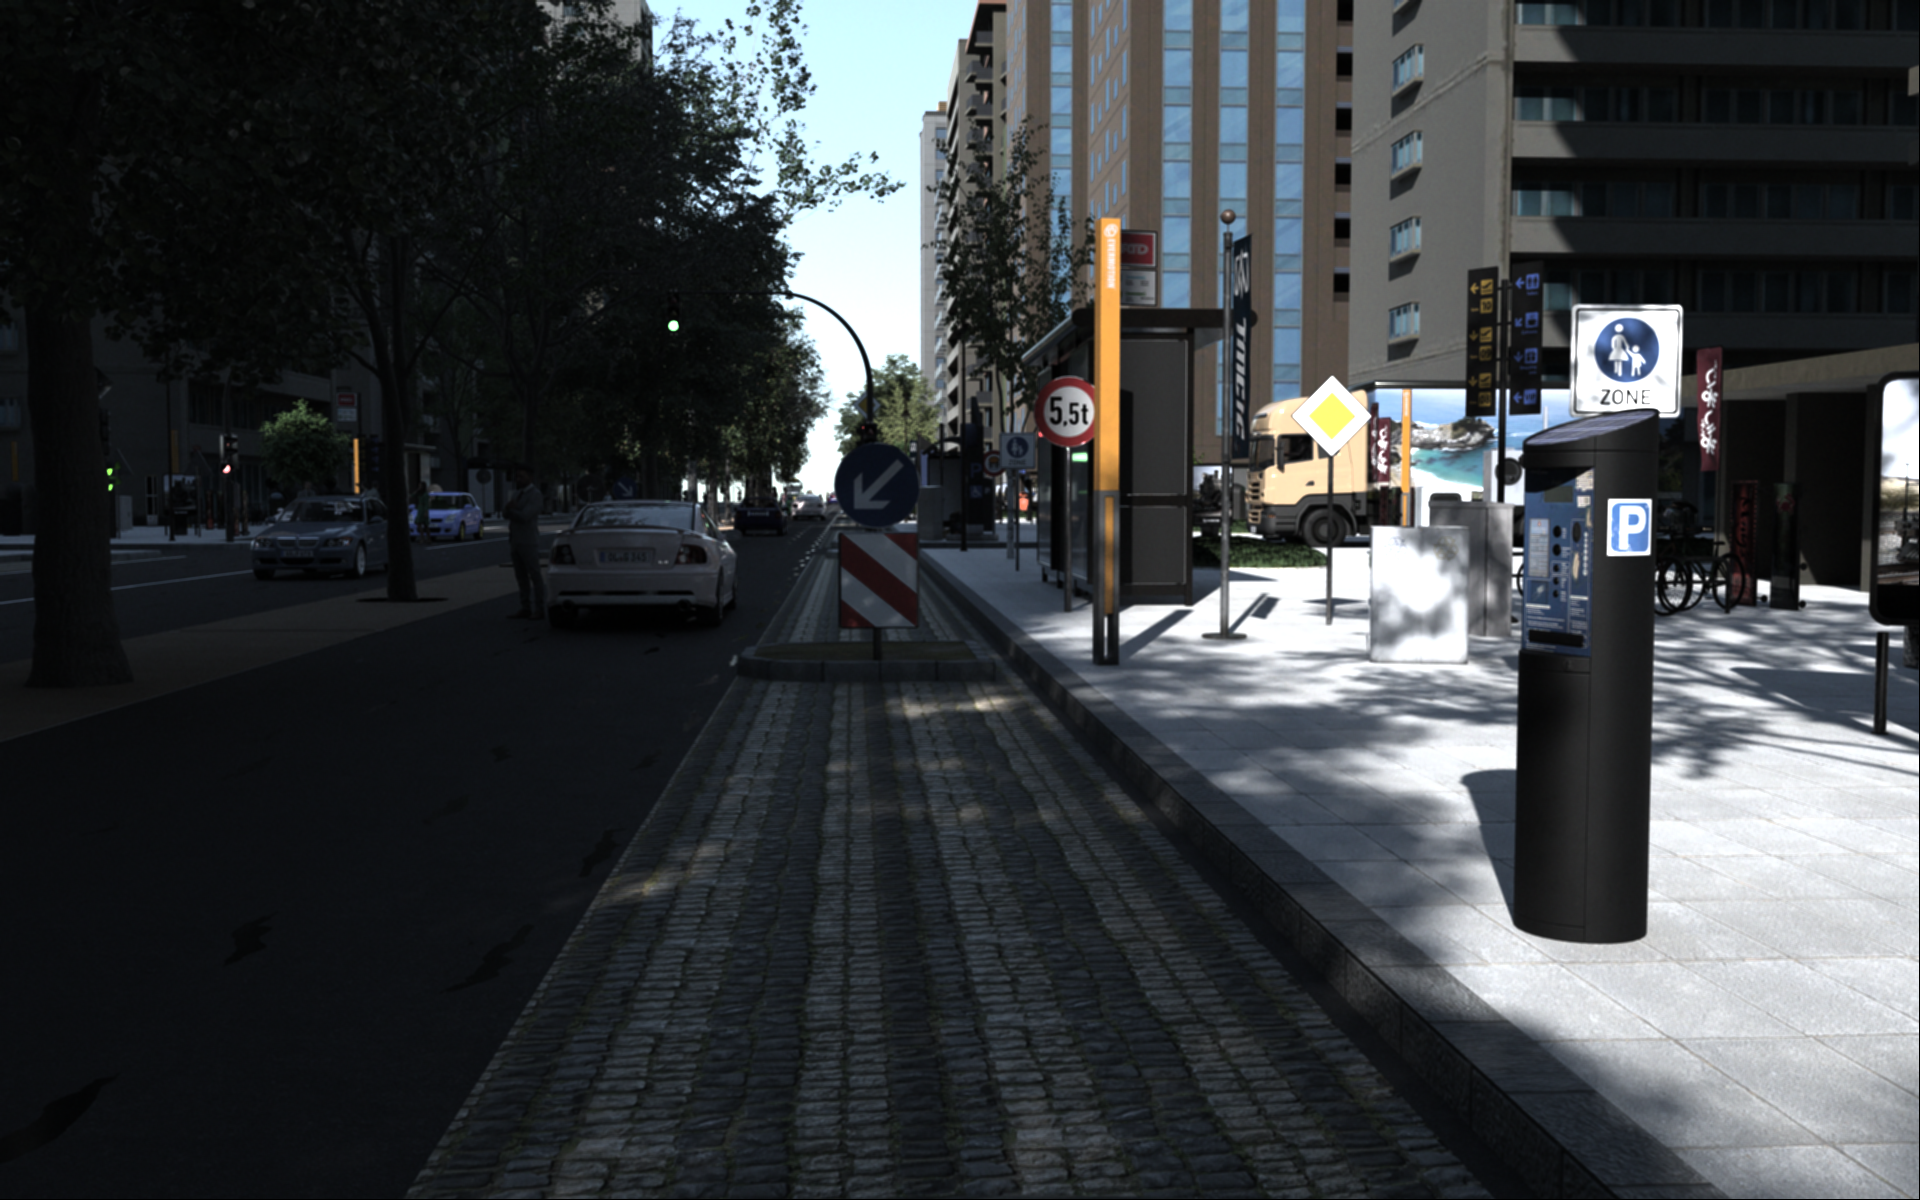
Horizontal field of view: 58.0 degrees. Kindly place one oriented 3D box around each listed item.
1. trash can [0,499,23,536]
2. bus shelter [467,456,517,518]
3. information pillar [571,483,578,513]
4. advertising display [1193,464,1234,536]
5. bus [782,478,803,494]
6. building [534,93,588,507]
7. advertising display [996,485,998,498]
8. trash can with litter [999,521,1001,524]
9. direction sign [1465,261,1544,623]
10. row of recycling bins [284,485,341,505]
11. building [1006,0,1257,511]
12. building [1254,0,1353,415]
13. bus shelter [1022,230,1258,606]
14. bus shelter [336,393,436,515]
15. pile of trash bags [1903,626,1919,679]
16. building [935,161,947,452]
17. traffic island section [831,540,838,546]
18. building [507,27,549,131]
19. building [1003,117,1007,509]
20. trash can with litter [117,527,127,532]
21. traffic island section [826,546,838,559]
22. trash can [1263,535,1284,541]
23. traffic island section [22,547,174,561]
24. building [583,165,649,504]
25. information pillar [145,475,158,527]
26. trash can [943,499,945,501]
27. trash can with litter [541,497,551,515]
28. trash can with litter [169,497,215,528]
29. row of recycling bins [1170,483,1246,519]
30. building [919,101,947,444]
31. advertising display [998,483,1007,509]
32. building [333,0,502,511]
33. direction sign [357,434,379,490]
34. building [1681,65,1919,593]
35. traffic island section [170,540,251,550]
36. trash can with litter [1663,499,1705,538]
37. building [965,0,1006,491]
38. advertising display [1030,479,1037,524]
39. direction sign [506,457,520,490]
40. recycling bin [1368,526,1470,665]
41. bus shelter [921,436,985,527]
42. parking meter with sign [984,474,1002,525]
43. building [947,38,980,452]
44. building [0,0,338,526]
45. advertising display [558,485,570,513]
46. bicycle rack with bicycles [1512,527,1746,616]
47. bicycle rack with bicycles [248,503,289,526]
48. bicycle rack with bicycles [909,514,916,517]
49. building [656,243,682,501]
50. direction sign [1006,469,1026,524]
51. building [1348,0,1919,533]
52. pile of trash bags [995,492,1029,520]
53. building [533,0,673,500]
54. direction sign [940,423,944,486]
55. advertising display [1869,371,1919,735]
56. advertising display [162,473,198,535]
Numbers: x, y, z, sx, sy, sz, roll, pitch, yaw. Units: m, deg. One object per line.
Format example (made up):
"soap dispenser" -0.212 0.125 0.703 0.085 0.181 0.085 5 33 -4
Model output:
"trash can" -29.128 -2.538 53.156 0.748 1.137 0.748 0 3 0
"bus shelter" -25.780 -6.184 95.028 2.014 3.302 5.546 0 4 -4
"information pillar" -26.441 -6.994 118.848 0.304 2.012 0.304 1 4 17
"advertising display" 5.377 -1.958 37.224 0.974 1.923 0.123 0 4 -2
"bus" -25.753 -16.898 267.831 2.896 3.916 12.252 0 4 -3
"building" -44.967 -29.749 169.984 14.154 41.232 14.086 0 4 -4
"advertising display" 2.746 -7.019 119.970 0.123 1.923 0.974 -2 4 -25
"trash can with litter" 1.336 -3.986 76.230 1.678 1.210 2.233 0 4 7
"direction sign" 5.393 -1.544 17.239 0.379 3.537 0.876 -2 4 -35
"row of recycling bins" -28.324 -4.213 76.000 1.069 1.692 3.534 1 4 14
"building" 10.556 -28.416 114.715 14.600 45.320 14.200 0 4 -4
"building" 14.181 -26.659 85.993 14.600 45.320 14.200 0 4 -4
"bus shelter" 2.081 -2.829 23.885 2.179 5.291 8.768 0 4 -3
"bus shelter" -23.721 -5.731 71.336 2.179 5.291 8.768 0 4 -3
"pile of trash bags" 7.903 -0.172 12.559 1.912 1.369 3.447 2 4 27
"building" 8.046 -37.824 238.031 23.786 49.044 30.456 0 4 -4
"traffic island section" -2.505 -1.523 47.178 2.009 0.180 2.903 0 4 -4
"building" -47.489 -30.180 148.062 22.147 44.769 28.867 0 4 -4
"building" 10.092 -22.081 132.726 14.160 30.474 14.107 0 4 -4
"trash can with litter" -28.846 -2.885 58.229 1.678 1.210 2.233 1 4 23
"traffic island section" -2.011 -1.035 39.208 2.009 0.180 2.903 0 4 -4
"trash can" 8.639 -2.201 47.639 0.748 1.137 0.748 0 3 0
"traffic island section" -18.971 -0.972 38.167 2.009 0.180 2.903 0 4 -4
"building" -51.653 -34.916 225.498 22.147 44.769 28.867 0 4 -4
"information pillar" -31.773 -3.889 68.085 0.304 2.012 0.304 0 4 1
"trash can" -0.827 -2.612 54.366 0.748 1.137 0.748 0 3 0
"trash can with litter" -25.171 -5.765 105.641 0.624 1.170 1.055 1 4 16
"trash can with litter" -28.542 -3.328 65.466 2.233 1.210 1.678 0 4 2
"row of recycling bins" 9.354 -3.570 65.477 3.534 1.692 1.069 -2 4 -35
"building" 4.333 -44.338 266.927 21.231 58.520 28.212 0 4 -4
"advertising display" 2.663 -5.797 99.991 0.123 1.923 0.974 3 4 38
"building" -41.328 -27.124 127.073 14.154 41.232 14.086 0 4 -4
"direction sign" -22.427 -4.508 65.699 0.379 3.537 0.876 3 5 40
"building" 21.946 -21.940 13.340 22.147 44.769 28.867 0 4 -4
"traffic island section" -19.464 -1.459 46.137 2.009 0.180 2.903 0 4 -4
"trash can with litter" 16.384 -1.687 38.965 1.055 1.170 0.624 -2 4 -34
"building" 11.852 -30.536 153.887 22.147 44.769 28.867 0 4 -4
"advertising display" 3.410 -4.165 73.313 0.974 1.923 0.123 -2 4 -28
"direction sign" -27.590 -7.035 107.016 0.876 3.537 0.379 0 4 2
"recycling bin" 3.542 -0.052 13.409 0.722 1.027 0.722 1 4 12
"bus shelter" -0.295 -4.245 63.337 2.014 3.302 5.546 0 4 -4
"parking meter with sign" 1.020 -4.655 72.371 1.738 3.016 0.543 -2 4 -29
"building" 9.842 -33.956 178.882 21.300 48.544 21.600 0 4 -4
"building" -42.300 -27.758 77.544 21.300 48.544 21.600 0 4 -4
"advertising display" -27.338 -6.988 119.459 0.123 1.923 0.974 2 4 35
"bicycle rack with bicycles" 7.354 -0.350 19.103 2.925 0.926 2.852 -1 4 -13
"bicycle rack with bicycles" -27.994 -3.486 70.385 2.852 0.926 2.925 0 4 6
"bicycle rack with bicycles" -2.743 -5.030 95.630 2.852 0.926 2.925 -1 4 -16
"building" -50.952 -35.765 268.350 14.154 41.232 14.086 0 4 -4
"direction sign" 2.362 -4.967 73.212 0.876 3.537 0.379 -1 4 -13
"building" 26.521 -27.025 65.557 21.600 48.544 21.300 0 4 -4
"pile of trash bags" 1.832 -4.639 85.595 3.447 1.369 1.912 1 4 17
"building" -52.493 -49.619 249.518 20.563 71.187 20.611 0 4 -4
"direction sign" -0.582 -3.885 55.519 0.379 3.537 0.876 0 4 6
"advertising display" 5.267 -0.230 8.969 0.974 1.923 0.123 2 4 34
"advertising display" -24.236 -2.973 53.830 0.974 1.923 0.123 -2 4 -24
